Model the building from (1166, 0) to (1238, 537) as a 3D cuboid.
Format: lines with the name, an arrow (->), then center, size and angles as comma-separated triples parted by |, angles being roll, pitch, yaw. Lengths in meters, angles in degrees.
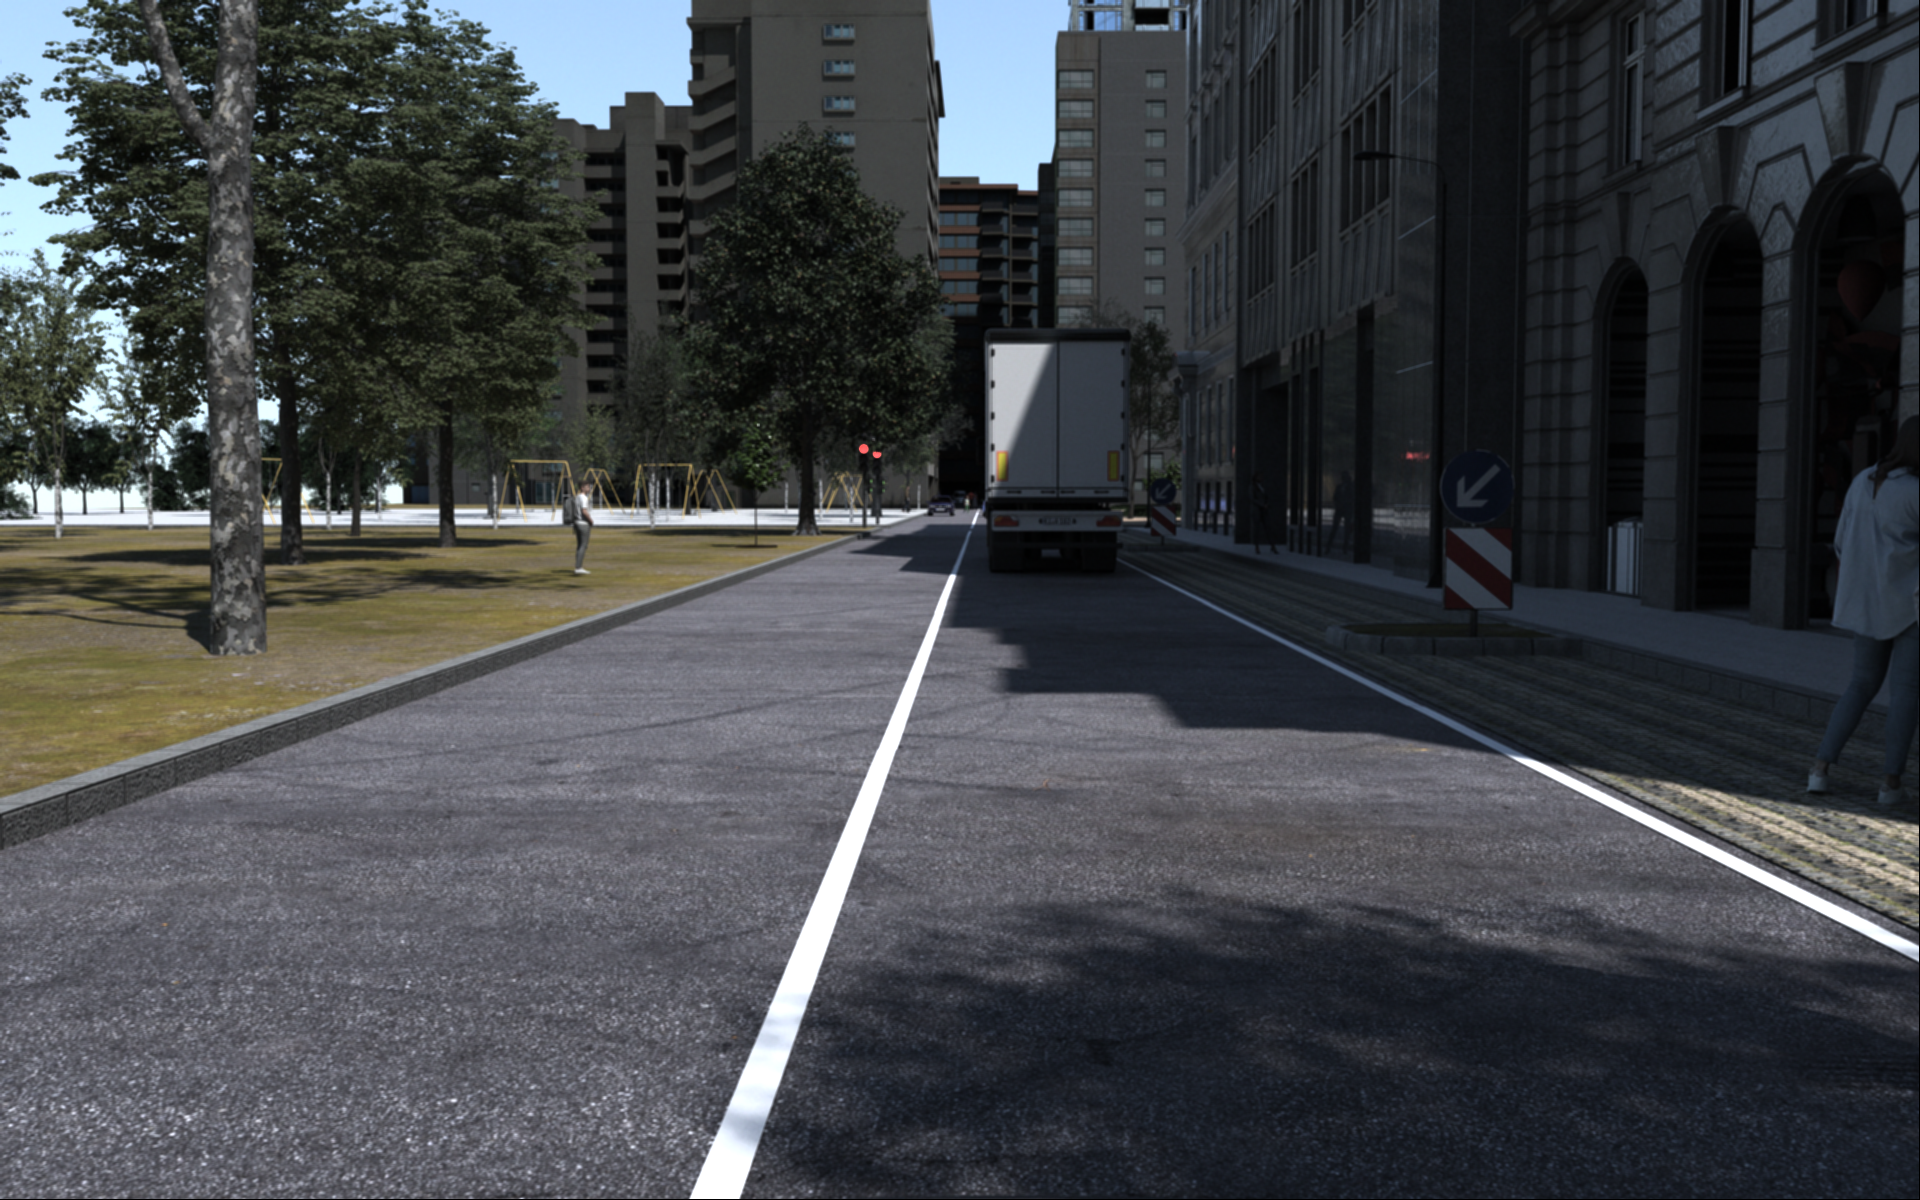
building -> 14.370, -16.422, 54.397 | 13.634, 28.700, 20.117 | 0, 4, 1

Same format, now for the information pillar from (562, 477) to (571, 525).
information pillar -> -16.488, -4.168, 72.641 | 0.304, 2.012, 0.304 | 0, 4, 2

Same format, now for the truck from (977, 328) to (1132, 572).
truck -> 1.735, -2.816, 34.955 | 2.839, 4.237, 11.283 | 0, 4, 1

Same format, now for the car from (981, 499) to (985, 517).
car -> 2.304, -6.167, 110.427 | 1.945, 1.707, 3.694 | 0, 4, -1

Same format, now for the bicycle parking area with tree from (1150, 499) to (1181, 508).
bicycle parking area with tree -> 17.928, -8.200, 121.076 | 8.231, 4.147, 9.016 | -3, 4, -36

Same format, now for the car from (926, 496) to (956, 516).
car -> -1.231, -6.206, 114.056 | 1.945, 1.354, 3.894 | 0, 4, 1

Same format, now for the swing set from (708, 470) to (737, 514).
swing set -> -16.324, -7.028, 112.526 | 2.862, 2.851, 3.119 | -2, 4, -24

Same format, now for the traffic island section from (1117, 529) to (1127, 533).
traffic island section -> 5.208, -2.640, 65.437 | 2.009, 0.180, 2.903 | 0, 4, 1

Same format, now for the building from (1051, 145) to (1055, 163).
building -> 26.965, -40.122, 245.239 | 27.495, 52.752, 28.713 | 0, 4, 1

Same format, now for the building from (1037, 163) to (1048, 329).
building -> 16.645, -32.588, 216.402 | 14.154, 41.232, 14.086 | 0, 4, 1

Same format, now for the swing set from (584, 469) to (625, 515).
swing set -> -22.936, -6.829, 109.268 | 2.862, 2.851, 3.119 | 0, 4, 4

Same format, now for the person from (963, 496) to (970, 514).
person -> 0.477, -6.887, 125.355 | 0.590, 1.304, 0.306 | 3, 5, 43

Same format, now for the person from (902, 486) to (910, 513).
person -> -3.672, -6.924, 119.166 | 0.656, 1.842, 0.836 | 3, 5, 41

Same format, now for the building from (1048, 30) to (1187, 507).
building -> 15.544, -28.952, 156.956 | 14.154, 41.232, 14.086 | 0, 4, 1

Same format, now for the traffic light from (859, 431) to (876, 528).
traffic light -> -3.592, -4.680, 65.433 | 0.839, 4.253, 0.868 | 0, 4, 1

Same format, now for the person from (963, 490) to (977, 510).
person -> 0.983, -9.153, 158.116 | 1.348, 1.831, 0.705 | -1, 4, -8

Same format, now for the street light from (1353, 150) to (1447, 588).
street light -> 6.010, -3.122, 23.579 | 1.470, 5.913, 1.316 | 0, 4, 1

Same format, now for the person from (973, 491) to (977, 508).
person -> 1.546, -10.001, 172.684 | 0.621, 1.740, 0.551 | 0, 4, -3

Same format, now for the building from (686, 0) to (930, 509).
building -> -13.263, -32.731, 158.851 | 21.300, 48.544, 21.600 | 0, 4, 1

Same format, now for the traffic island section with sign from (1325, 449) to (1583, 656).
traffic island section with sign -> 4.508, -0.462, 16.190 | 1.989, 1.847, 2.006 | 0, 4, 1

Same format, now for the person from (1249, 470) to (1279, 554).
person -> 6.525, -1.888, 37.184 | 0.573, 1.790, 0.520 | 3, 5, 40

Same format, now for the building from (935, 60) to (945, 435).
building -> -15.862, -37.981, 210.231 | 27.495, 52.752, 28.713 | 0, 4, 1

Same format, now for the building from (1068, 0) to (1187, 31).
building -> 20.069, -52.949, 178.385 | 22.319, 86.520, 31.000 | 0, 4, 1

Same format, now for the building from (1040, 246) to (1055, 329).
building -> 16.337, -26.359, 202.663 | 14.160, 30.474, 14.107 | 0, 4, 1

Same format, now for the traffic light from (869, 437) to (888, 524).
traffic light -> -3.478, -5.168, 73.418 | 0.839, 4.253, 0.868 | 0, 4, 1

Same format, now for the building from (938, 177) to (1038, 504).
building -> -1.274, -35.904, 241.653 | 28.867, 44.769, 22.147 | 0, 4, 1

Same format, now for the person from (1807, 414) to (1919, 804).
person -> 4.276, 0.046, 8.019 | 0.793, 1.790, 0.793 | 3, 4, 37

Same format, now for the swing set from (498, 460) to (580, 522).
swing set -> -19.935, -5.134, 81.563 | 3.119, 2.851, 2.862 | -3, 5, -41

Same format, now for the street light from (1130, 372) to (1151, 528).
street light -> 6.587, -5.673, 65.291 | 1.470, 5.913, 1.316 | 0, 4, 1

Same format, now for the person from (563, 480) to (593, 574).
person -> -6.117, -1.181, 27.943 | 0.503, 1.515, 0.523 | 1, 4, 22

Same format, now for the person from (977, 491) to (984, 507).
person -> 2.045, -10.822, 185.962 | 1.217, 1.766, 0.721 | 1, 4, 23

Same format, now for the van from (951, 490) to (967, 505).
van -> 0.002, -11.782, 199.638 | 2.013, 2.044, 4.112 | 0, 4, 0

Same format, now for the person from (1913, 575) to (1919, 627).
person -> 2.583, 0.264, 4.024 | 0.661, 1.843, 0.795 | 2, 4, 31

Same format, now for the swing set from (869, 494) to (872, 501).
swing set -> -9.259, -9.066, 145.842 | 3.119, 2.851, 2.862 | 3, 5, 43

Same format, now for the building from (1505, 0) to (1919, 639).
building -> 13.573, -10.414, 12.062 | 13.314, 21.916, 24.055 | 0, 4, 1

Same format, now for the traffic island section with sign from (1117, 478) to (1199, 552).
traffic island section with sign -> 4.898, -2.124, 43.353 | 1.989, 1.847, 2.006 | 0, 4, 1

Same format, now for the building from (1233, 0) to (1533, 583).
building -> 12.930, -13.217, 34.117 | 12.078, 24.808, 19.932 | 0, 4, 1

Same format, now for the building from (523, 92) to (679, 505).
building -> -40.368, -36.072, 213.478 | 21.600, 48.544, 21.300 | 0, 4, 1

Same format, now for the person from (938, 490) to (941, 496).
person -> -2.066, -10.382, 176.731 | 0.436, 1.711, 0.756 | 1, 4, 23

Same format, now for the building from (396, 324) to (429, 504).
building -> -68.795, -36.089, 240.160 | 14.200, 45.320, 14.600 | 0, 4, 1

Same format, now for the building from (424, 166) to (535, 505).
building -> -58.152, -32.680, 217.912 | 14.086, 41.232, 14.154 | 0, 4, 1
